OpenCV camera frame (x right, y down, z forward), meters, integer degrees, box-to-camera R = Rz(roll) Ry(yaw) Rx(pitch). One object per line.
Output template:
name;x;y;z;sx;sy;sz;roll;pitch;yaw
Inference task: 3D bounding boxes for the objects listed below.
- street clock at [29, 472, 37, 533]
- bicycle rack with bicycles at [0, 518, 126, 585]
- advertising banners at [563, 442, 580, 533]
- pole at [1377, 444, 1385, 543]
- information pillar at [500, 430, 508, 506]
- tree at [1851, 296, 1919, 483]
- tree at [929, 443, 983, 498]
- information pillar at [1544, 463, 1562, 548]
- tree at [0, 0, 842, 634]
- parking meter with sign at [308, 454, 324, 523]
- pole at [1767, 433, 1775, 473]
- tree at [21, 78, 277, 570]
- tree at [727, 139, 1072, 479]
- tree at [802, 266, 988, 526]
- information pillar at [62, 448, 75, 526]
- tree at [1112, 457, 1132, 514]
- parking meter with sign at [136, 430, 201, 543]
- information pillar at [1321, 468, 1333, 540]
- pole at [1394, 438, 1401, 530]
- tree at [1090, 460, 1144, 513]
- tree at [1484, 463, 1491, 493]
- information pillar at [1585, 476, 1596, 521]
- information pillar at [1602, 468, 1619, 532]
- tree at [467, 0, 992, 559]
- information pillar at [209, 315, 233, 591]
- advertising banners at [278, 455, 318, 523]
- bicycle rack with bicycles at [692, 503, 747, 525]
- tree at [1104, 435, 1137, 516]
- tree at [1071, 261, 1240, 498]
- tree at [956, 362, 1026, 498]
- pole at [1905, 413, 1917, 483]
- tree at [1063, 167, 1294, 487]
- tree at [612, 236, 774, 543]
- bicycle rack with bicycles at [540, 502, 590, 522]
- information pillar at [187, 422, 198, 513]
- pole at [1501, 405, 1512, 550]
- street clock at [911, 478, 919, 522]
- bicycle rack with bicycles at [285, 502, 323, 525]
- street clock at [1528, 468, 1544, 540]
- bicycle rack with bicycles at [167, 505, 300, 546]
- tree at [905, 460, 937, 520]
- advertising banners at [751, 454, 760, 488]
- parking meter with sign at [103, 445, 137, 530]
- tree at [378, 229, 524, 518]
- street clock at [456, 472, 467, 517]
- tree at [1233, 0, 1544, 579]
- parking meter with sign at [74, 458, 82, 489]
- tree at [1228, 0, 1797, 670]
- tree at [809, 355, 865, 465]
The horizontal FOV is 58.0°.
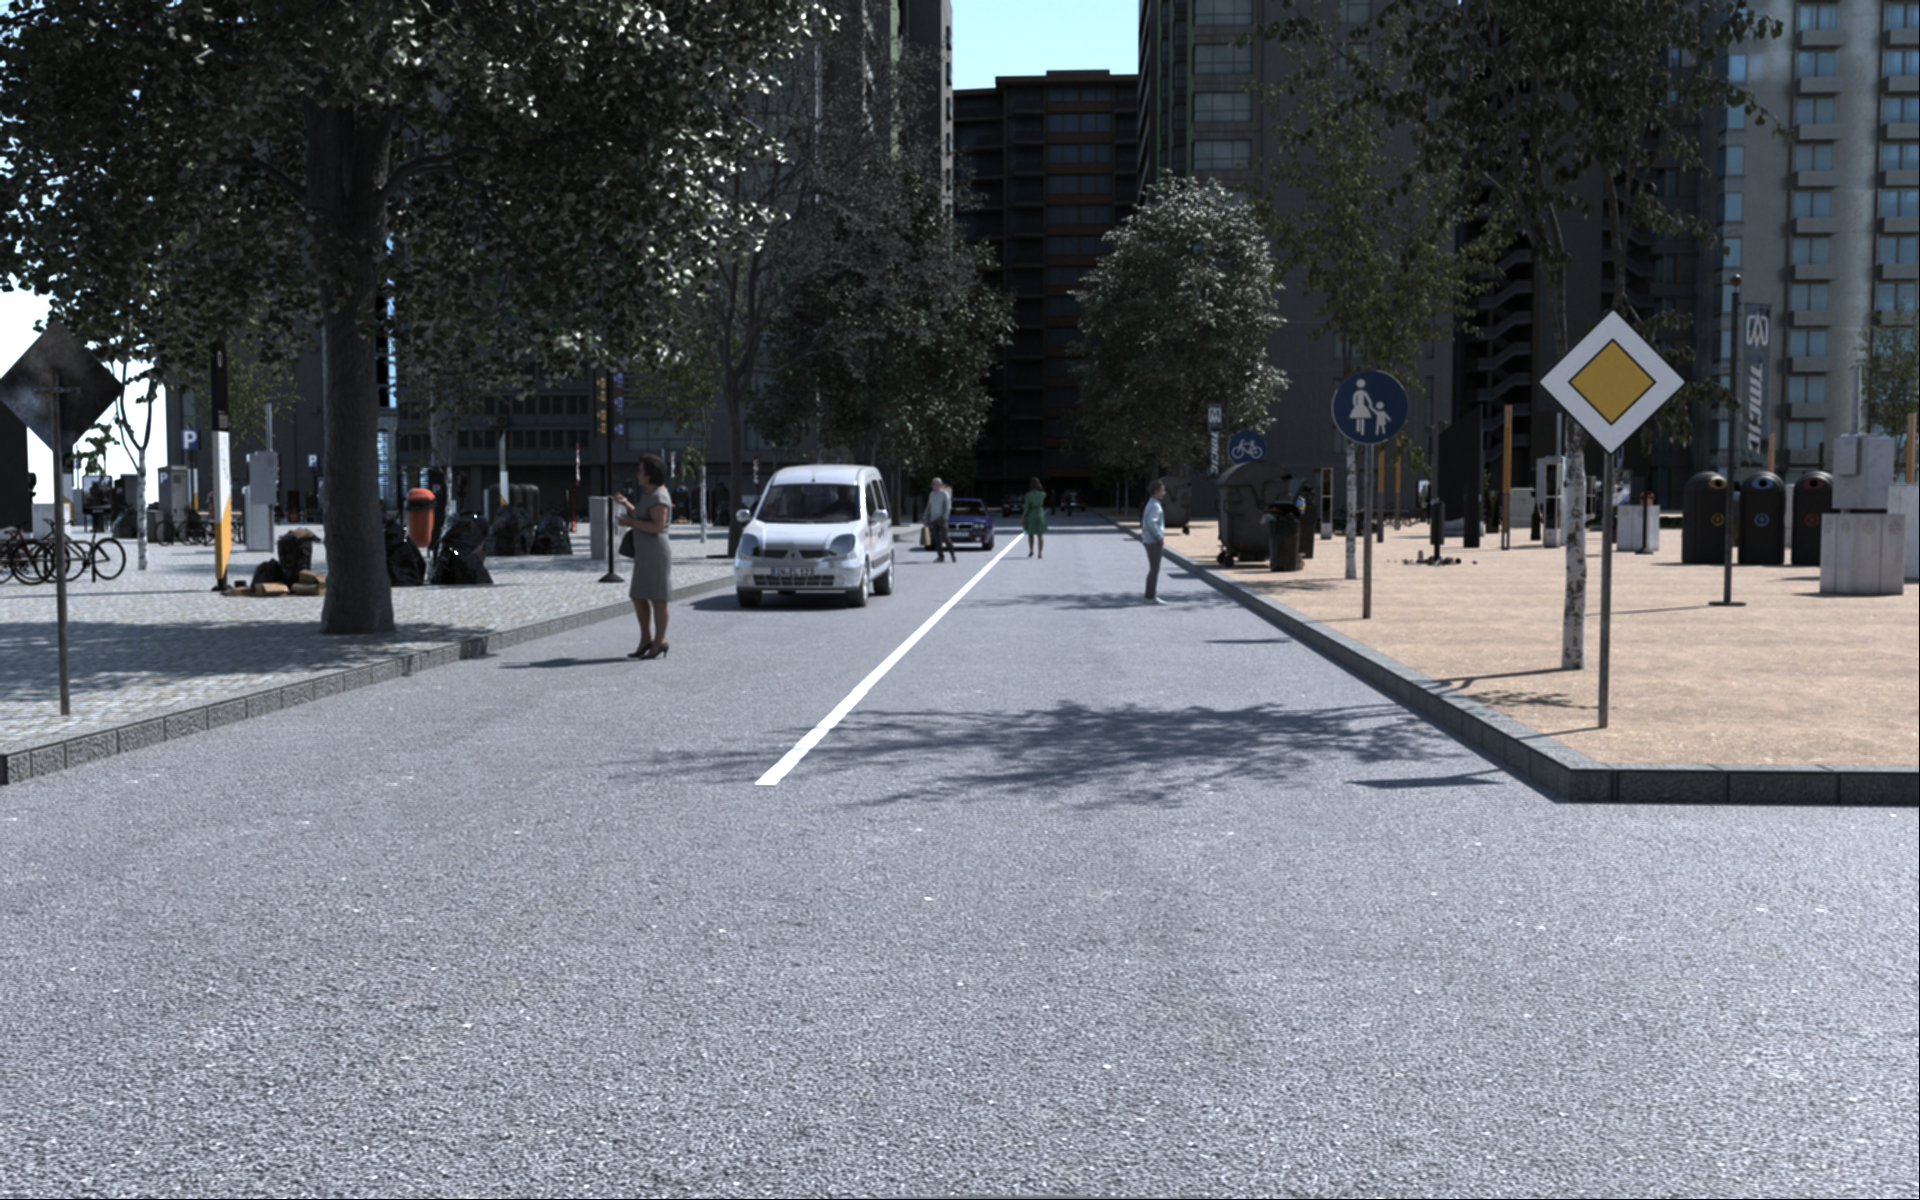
street clock;-30.885;-3.244;57.615;0.471;2.002;0.358;3;5;44
bicycle rack with bicycles;-13.630;-0.718;25.117;2.852;0.926;2.925;3;5;43
advertising banners;-12.876;-3.753;57.548;0.090;3.025;2.074;0;4;2
pole;11.138;-3.179;45.823;0.158;3.312;0.155;0;3;0
information pillar;-16.683;-4.406;63.396;0.183;3.616;0.504;-3;5;-41
tree;35.524;-7.025;65.215;4.737;8.622;4.395;0;3;0
tree;-0.223;-7.183;101.149;4.285;4.588;4.351;0;3;0
information pillar;14.130;-2.250;41.273;0.304;2.012;0.304;3;4;39
tree;-5.523;-6.675;15.793;9.857;13.997;8.962;0;3;0
parking meter with sign;-28.096;-4.933;76.907;0.543;3.016;1.738;1;4;21
pole;26.916;-3.895;57.518;0.158;3.312;0.155;0;3;0
tree;-13.770;-4.823;29.215;4.737;8.622;4.395;0;3;0
tree;-2.873;-8.454;55.225;9.611;12.733;9.660;0;3;0
tree;-2.678;-8.754;68.884;9.928;11.665;9.643;0;3;0
information pillar;-36.265;-4.828;70.289;0.504;3.616;0.183;-2;4;-31
tree;10.357;-9.840;111.242;4.360;8.622;3.978;0;3;0
parking meter with sign;-20.988;-3.048;46.095;0.543;3.016;1.738;1;4;14
information pillar;10.368;-2.719;48.951;0.304;2.012;0.304;1;4;17
pole;15.656;-4.164;61.926;0.158;3.312;0.155;0;3;0
tree;10.977;-8.237;118.386;4.285;4.588;4.351;0;3;0
tree;22.781;-4.996;76.286;1.663;3.219;1.824;0;3;0
information pillar;25.996;-4.094;71.426;0.304;2.012;0.304;-3;5;-43
information pillar;18.523;-2.741;49.307;0.304;2.012;0.304;-1;4;-12
tree;-4.472;-7.580;34.299;12.009;13.543;11.850;0;3;0
information pillar;-9.803;-1.933;22.966;0.183;3.616;0.504;0;4;-8
advertising banners;-29.998;-5.004;78.009;2.074;3.025;0.090;-1;4;-13
bicycle rack with bicycles;-10.034;-3.597;72.198;2.852;0.926;2.925;0;4;-2
tree;9.515;-9.193;100.670;4.737;8.622;4.395;0;3;0
tree;9.285;-10.176;83.378;9.611;12.733;9.660;0;3;0
tree;1.116;-11.303;119.214;7.601;10.594;8.767;0;4;8
pole;23.883;-3.040;43.541;0.158;3.312;0.155;0;3;0
tree;8.775;-9.946;69.272;9.857;13.997;8.962;0;3;0
tree;-6.995;-5.808;45.316;4.737;8.622;4.395;0;3;0
bicycle rack with bicycles;-18.034;-4.086;80.192;2.925;0.926;2.852;2;4;27
information pillar;-24.990;-3.978;56.392;0.504;3.616;0.183;3;5;41
pole;12.514;-2.800;39.630;0.158;3.312;0.155;0;3;0
street clock;-2.025;-4.512;78.336;0.358;2.002;0.471;-1;4;-14
bicycle rack with bicycles;-31.578;-4.099;80.398;2.852;0.926;2.925;2;4;27
street clock;15.971;-2.656;47.988;0.471;2.002;0.358;-2;4;-24
bicycle rack with bicycles;-18.770;-1.846;43.571;2.852;0.926;2.925;3;5;42
tree;-1.999;-5.659;87.126;1.663;3.219;1.824;0;3;0
advertising banners;-8.479;-4.935;76.876;0.090;3.025;2.074;3;5;43
parking meter with sign;-29.587;-4.011;61.838;1.738;3.016;0.543;-2;4;-25
tree;-14.051;-5.948;47.609;4.360;8.622;3.978;0;3;0
street clock;-16.412;-3.212;57.086;0.358;2.002;0.471;-3;4;-36
tree;6.117;-4.618;25.873;4.737;8.622;4.395;0;3;0
parking meter with sign;-41.643;-5.325;83.330;0.543;3.016;1.738;2;4;31
tree;4.303;-3.790;12.327;4.360;8.622;3.978;0;3;0
tree;-5.214;-7.964;80.567;4.737;8.622;4.395;0;3;0
